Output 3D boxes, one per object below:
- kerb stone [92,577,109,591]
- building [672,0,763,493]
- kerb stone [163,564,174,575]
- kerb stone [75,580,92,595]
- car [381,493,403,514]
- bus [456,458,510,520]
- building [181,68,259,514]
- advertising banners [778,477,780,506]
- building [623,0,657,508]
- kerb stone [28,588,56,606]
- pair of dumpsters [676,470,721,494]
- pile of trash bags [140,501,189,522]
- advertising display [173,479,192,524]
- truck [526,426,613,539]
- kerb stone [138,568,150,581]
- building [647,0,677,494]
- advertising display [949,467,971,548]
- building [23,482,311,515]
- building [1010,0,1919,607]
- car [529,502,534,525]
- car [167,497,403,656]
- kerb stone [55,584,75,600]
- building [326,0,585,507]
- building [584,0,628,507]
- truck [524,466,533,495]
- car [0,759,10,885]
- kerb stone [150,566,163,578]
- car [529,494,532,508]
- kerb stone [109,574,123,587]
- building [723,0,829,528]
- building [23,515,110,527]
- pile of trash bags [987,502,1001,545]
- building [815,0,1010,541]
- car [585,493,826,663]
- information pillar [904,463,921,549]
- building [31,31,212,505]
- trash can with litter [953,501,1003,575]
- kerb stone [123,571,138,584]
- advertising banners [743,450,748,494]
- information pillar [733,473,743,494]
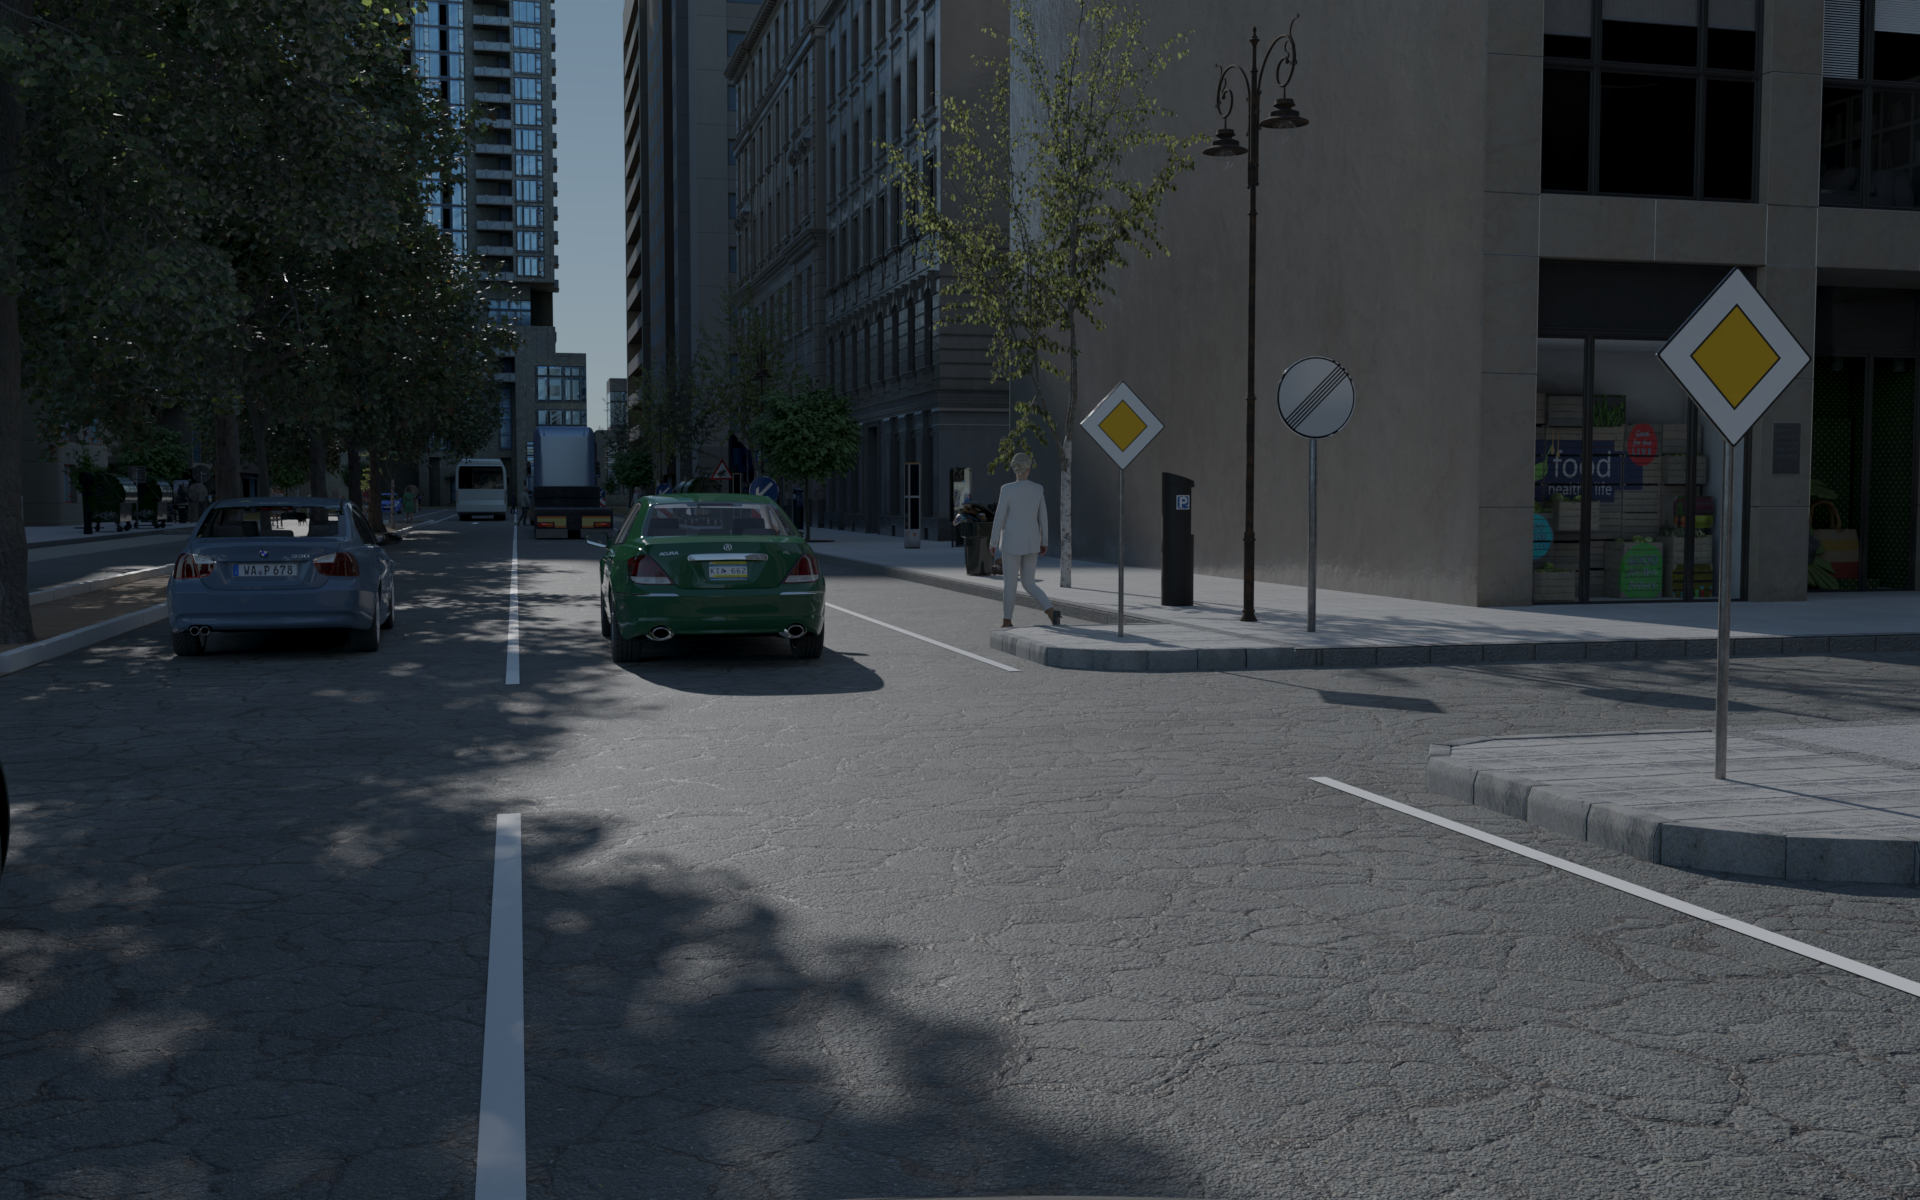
[{"bbox_3d":[-12.846,-0.213,25.685,0.120,0.150,1.000,-1,4,-14],"label":"kerb stone"},{"bbox_3d":[-8.068,-34.900,112.612,21.231,58.520,28.212,-1,4,-14],"label":"building"},{"bbox_3d":[-14.126,-0.514,30.667,0.120,0.150,1.000,-1,4,-14],"label":"kerb stone"},{"bbox_3d":[-12.597,-0.153,24.694,0.120,0.150,1.000,-1,4,-14],"label":"kerb stone"},{"bbox_3d":[-41.328,-7.078,125.314,1.945,1.707,3.694,-1,4,-15],"label":"car"},{"bbox_3d":[-26.771,-6.261,97.228,2.948,3.499,13.247,-1,4,-14],"label":"bus"},{"bbox_3d":[-54.542,-28.362,113.826,14.600,45.320,14.200,-1,4,-14],"label":"building"},{"bbox_3d":[-5.647,-3.530,53.899,0.090,3.025,2.074,0,4,-5],"label":"advertising banners"},{"bbox_3d":[-17.825,-32.288,151.605,21.300,48.544,21.600,-1,4,-14],"label":"building"},{"bbox_3d":[-12.086,-0.025,22.708,0.120,0.150,1.000,-1,4,-14],"label":"kerb stone"},{"bbox_3d":[-10.681,-4.203,71.213,1.574,2.255,4.437,-1,4,-14],"label":"pair of dumpsters"},{"bbox_3d":[-36.972,-4.244,79.141,3.447,1.369,1.912,1,4,10],"label":"pile of trash bags"},{"bbox_3d":[-33.878,-4.296,75.461,0.974,1.923,0.123,1,4,22],"label":"advertising display"},{"bbox_3d":[-14.380,-4.508,63.457,2.967,4.110,18.799,-1,4,-14],"label":"truck"},{"bbox_3d":[-13.612,-0.396,28.668,0.120,0.150,1.000,-1,4,-14],"label":"kerb stone"},{"bbox_3d":[-16.299,-29.522,132.797,14.600,45.320,14.200,-1,4,-14],"label":"building"},{"bbox_3d":[0.010,-2.245,41.927,0.123,1.923,0.974,2,4,26],"label":"advertising display"},{"bbox_3d":[-67.175,-17.856,136.991,28.899,21.520,27.650,-1,4,-14],"label":"building"},{"bbox_3d":[19.938,-13.930,32.278,34.151,26.468,19.350,-1,4,-14],"label":"building"},{"bbox_3d":[-19.086,-4.209,80.617,2.131,1.459,4.920,-1,4,-14],"label":"car"},{"bbox_3d":[-6.471,-0.292,16.776,2.014,1.417,4.499,-1,4,-15],"label":"car"},{"bbox_3d":[-12.339,-0.092,23.704,0.120,0.150,1.000,-1,4,-14],"label":"kerb stone"},{"bbox_3d":[-55.064,-52.948,178.379,31.000,86.520,22.319,-1,4,-14],"label":"building"},{"bbox_3d":[-24.094,-53.401,185.769,31.000,86.520,22.319,-1,4,-14],"label":"building"},{"bbox_3d":[-37.234,-10.023,153.637,2.967,4.110,18.799,-1,4,-14],"label":"truck"},{"bbox_3d":[-3.465,0.372,3.703,2.009,1.686,4.222,-1,4,-13],"label":"car"},{"bbox_3d":[-13.866,-0.455,29.666,0.120,0.150,1.000,-1,4,-14],"label":"kerb stone"},{"bbox_3d":[-33.610,-7.659,137.225,2.014,1.417,4.499,-1,4,-14],"label":"car"},{"bbox_3d":[-13.105,-0.274,26.681,0.120,0.150,1.000,-1,4,-14],"label":"kerb stone"},{"bbox_3d":[-2.895,-17.144,77.570,12.463,27.353,25.104,-1,4,-14],"label":"building"},{"bbox_3d":[-47.641,-13.086,58.989,27.650,21.520,28.899,-1,4,-14],"label":"building"},{"bbox_3d":[1.615,-2.139,44.731,1.912,1.369,3.447,1,4,17],"label":"pile of trash bags"},{"bbox_3d":[1.721,-12.658,56.113,9.793,20.994,18.267,-1,4,-14],"label":"building"},{"bbox_3d":[-2.421,-0.276,16.315,2.131,1.459,4.920,-1,4,-13],"label":"car"},{"bbox_3d":[-1.120,-2.214,40.688,0.304,2.012,0.304,-2,4,-23],"label":"information pillar"},{"bbox_3d":[-56.396,-30.728,91.638,28.713,52.752,27.495,-1,4,-14],"label":"building"},{"bbox_3d":[0.454,-0.987,27.530,1.055,1.170,0.624,-3,5,-42],"label":"trash can with litter"},{"bbox_3d":[-13.353,-0.335,27.676,0.120,0.150,1.000,-1,4,-14],"label":"kerb stone"},{"bbox_3d":[-8.495,-4.434,68.686,0.090,3.025,2.074,0,4,-1],"label":"advertising banners"},{"bbox_3d":[-7.819,-3.457,61.019,0.304,2.012,0.304,0,4,6],"label":"information pillar"}]
